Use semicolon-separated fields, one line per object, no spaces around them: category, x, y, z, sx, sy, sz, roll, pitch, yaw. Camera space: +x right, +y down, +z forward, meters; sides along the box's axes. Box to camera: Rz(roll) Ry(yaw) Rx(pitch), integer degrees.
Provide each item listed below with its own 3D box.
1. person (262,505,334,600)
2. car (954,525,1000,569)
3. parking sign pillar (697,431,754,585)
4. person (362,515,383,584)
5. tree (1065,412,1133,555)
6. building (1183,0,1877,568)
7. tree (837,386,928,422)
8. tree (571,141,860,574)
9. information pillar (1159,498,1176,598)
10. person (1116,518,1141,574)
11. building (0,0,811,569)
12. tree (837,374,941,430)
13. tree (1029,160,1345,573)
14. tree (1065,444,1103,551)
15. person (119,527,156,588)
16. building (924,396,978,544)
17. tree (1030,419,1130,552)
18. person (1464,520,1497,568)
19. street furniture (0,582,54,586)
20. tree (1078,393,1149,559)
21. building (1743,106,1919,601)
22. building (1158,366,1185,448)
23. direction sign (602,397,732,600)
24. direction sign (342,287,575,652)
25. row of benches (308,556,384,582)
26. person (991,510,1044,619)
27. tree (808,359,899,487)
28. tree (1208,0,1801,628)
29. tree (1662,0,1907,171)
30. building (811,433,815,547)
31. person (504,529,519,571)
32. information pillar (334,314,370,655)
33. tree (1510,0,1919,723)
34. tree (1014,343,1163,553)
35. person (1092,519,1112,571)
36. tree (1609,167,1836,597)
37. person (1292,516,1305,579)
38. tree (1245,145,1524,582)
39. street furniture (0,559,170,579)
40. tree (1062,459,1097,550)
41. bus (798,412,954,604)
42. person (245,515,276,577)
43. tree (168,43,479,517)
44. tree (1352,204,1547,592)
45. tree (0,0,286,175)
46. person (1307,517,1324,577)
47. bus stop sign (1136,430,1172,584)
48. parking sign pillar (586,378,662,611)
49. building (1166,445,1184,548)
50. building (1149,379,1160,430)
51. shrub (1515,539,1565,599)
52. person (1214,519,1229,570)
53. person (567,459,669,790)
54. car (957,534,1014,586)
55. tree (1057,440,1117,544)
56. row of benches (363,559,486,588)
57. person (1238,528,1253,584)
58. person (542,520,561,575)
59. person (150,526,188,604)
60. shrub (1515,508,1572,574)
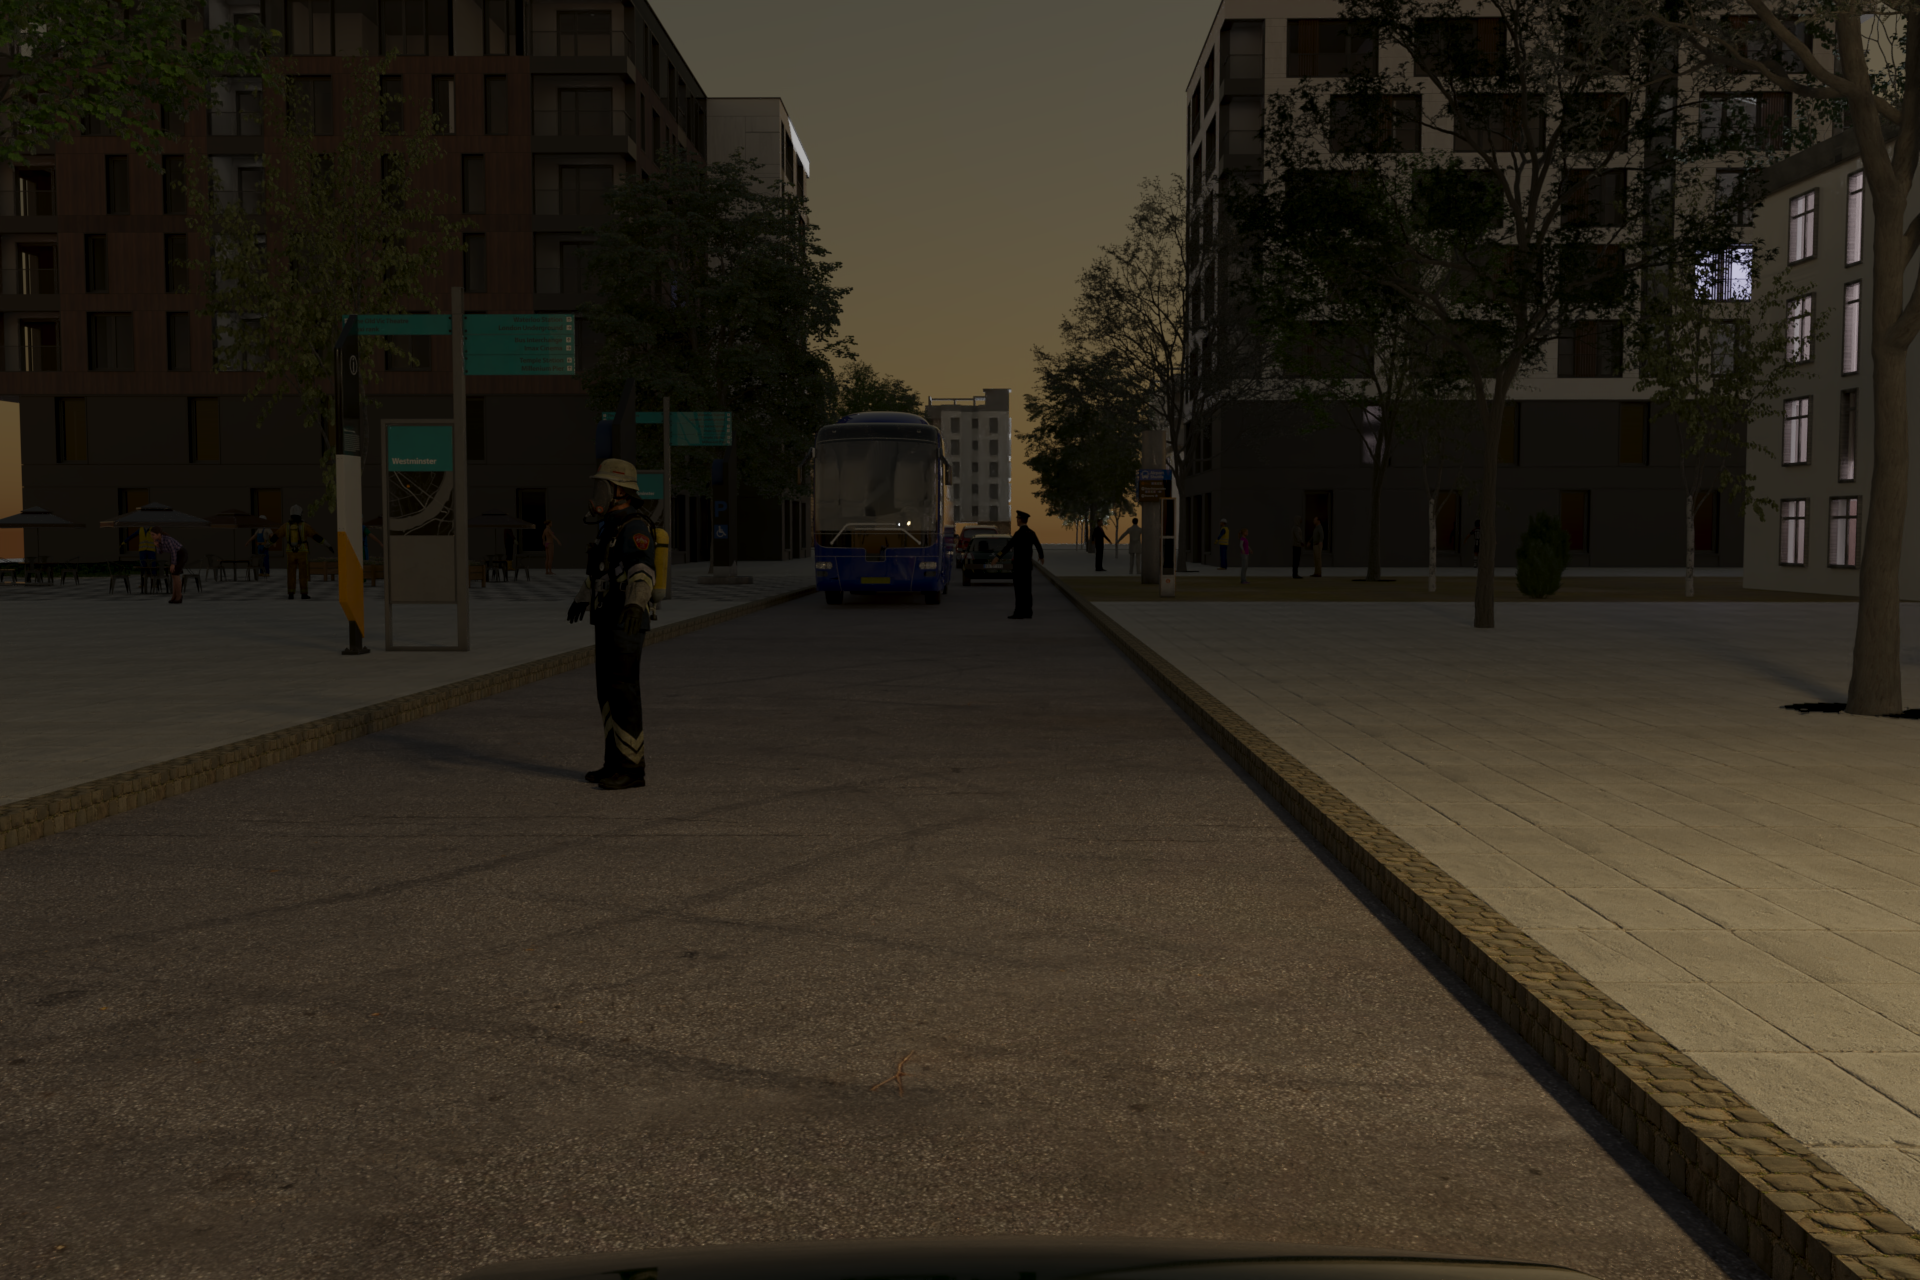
person;-13.015;-1.728;34.021;1.354;1.858;0.705;-1;4;-9
car;0.863;-3.970;73.575;2.281;1.827;5.304;0;4;1
parking sign pillar;-6.052;-3.433;44.597;1.447;3.967;1.447;0;4;2
person;-15.381;-2.343;44.435;1.347;1.817;0.704;1;4;19
tree;8.110;-9.495;105.602;4.360;8.622;3.978;0;3;0
building;24.381;-14.559;82.006;27.936;21.610;32.646;0;4;2
tree;-6.001;-11.967;121.422;9.928;11.665;9.643;0;3;0
tree;-7.900;-9.120;55.768;9.857;13.997;8.962;0;3;0
information pillar;4.192;-1.865;34.991;0.304;2.012;0.304;0;4;0
person;5.618;-3.013;55.451;1.347;1.806;0.705;1;4;21
building;-22.353;-14.399;79.394;27.936;21.610;32.646;0;4;1
tree;-6.120;-14.242;139.508;9.857;13.997;8.962;0;3;0
tree;7.445;-9.017;57.800;12.009;13.543;11.850;0;3;0
tree;8.765;-11.122;132.210;4.360;8.622;3.978;0;3;0
person;-19.466;-2.140;41.459;1.216;1.772;0.721;-1;4;-10
building;-4.415;-22.682;229.722;11.380;20.090;16.016;0;4;6
tree;9.267;-11.657;124.998;8.767;10.594;7.601;0;4;2
person;19.582;-3.619;65.313;1.345;1.843;0.704;3;5;44
street furniture;-25.565;-1.695;34.568;9.812;1.723;11.010;2;4;32
tree;8.207;-8.596;90.907;4.737;8.622;4.395;0;3;0
building;22.718;-5.184;26.901;9.099;9.664;28.070;0;4;1
building;27.236;-20.574;192.806;16.016;20.090;11.380;0;4;2
direction sign;-5.694;-2.789;34.358;2.525;3.948;1.411;0;4;1
direction sign;-5.416;-1.874;19.395;2.525;3.948;1.411;0;4;2
row of benches;-16.747;-2.016;48.428;1.422;0.672;4.104;1;4;19
person;1.039;-1.279;29.308;0.705;1.837;1.347;3;5;41
tree;-7.009;-10.814;102.570;9.928;11.665;9.643;0;3;0
tree;6.955;-5.429;23.182;8.767;10.594;7.601;3;4;38
tree;28.247;-12.014;52.313;12.611;20.169;13.585;0;3;0
building;-23.498;-20.240;161.857;19.493;23.208;18.063;0;4;1
person;-15.689;-3.319;60.395;0.704;1.812;1.346;-2;4;-30
information pillar;-6.459;-1.649;18.324;0.183;3.616;0.504;0;4;2
tree;6.581;-6.204;11.809;12.009;13.543;11.850;0;3;0
tree;8.744;-12.750;115.114;9.857;13.997;8.962;0;3;0
person;4.846;-3.275;59.778;0.704;1.802;1.346;2;4;33
tree;14.966;-5.177;35.005;4.737;8.622;4.395;0;3;0
person;9.732;-2.676;49.874;0.705;1.813;1.348;0;4;5
tree;11.384;-7.391;46.601;9.928;11.665;9.643;0;3;0
street furniture;-28.425;-2.165;51.021;10.072;0.657;5.734;-2;4;-32
tree;9.732;-11.470;137.890;4.360;8.622;3.978;0;3;0
bus;-1.509;-2.870;38.479;2.896;3.916;12.251;0;4;1
person;-20.978;-2.828;52.097;1.347;1.847;0.705;2;4;31
tree;-9.209;-4.591;25.431;4.737;8.622;4.395;0;3;0
tree;10.560;-5.399;38.644;4.360;8.622;3.978;0;3;0
tree;-8.979;-5.328;12.861;9.928;11.665;9.643;0;3;0
person;10.680;-2.788;51.862;0.705;1.796;1.348;0;4;-5
bus stop sign;4.952;-3.380;44.282;0.837;3.901;0.837;0;4;0
parking sign pillar;-5.813;-2.500;29.350;1.447;3.967;1.447;0;4;0
building;24.407;-13.546;163.627;9.099;9.664;28.070;0;4;2
building;27.847;-21.558;208.899;16.016;20.090;11.380;0;4;2
shrub;11.530;-1.430;34.500;1.383;1.207;1.383;0;3;0
person;9.417;-3.433;62.105;0.705;1.833;1.349;2;4;25
person;-1.966;-0.098;9.844;0.705;1.856;1.354;-2;4;-26
car;0.916;-2.402;49.059;2.009;1.686;4.222;0;4;0
tree;16.628;-19.570;226.621;9.857;13.997;8.962;0;3;0
row of benches;-13.210;-1.620;41.958;4.104;0.672;1.422;2;4;24
person;7.387;-2.161;44.598;0.599;1.433;0.991;1;4;22
person;-12.925;-2.936;54.814;0.721;1.733;1.217;-3;4;-38
person;-14.504;-1.377;31.791;0.421;1.427;0.697;2;4;32
shrub;16.782;-2.775;49.797;1.690;2.028;1.600;0;3;0
